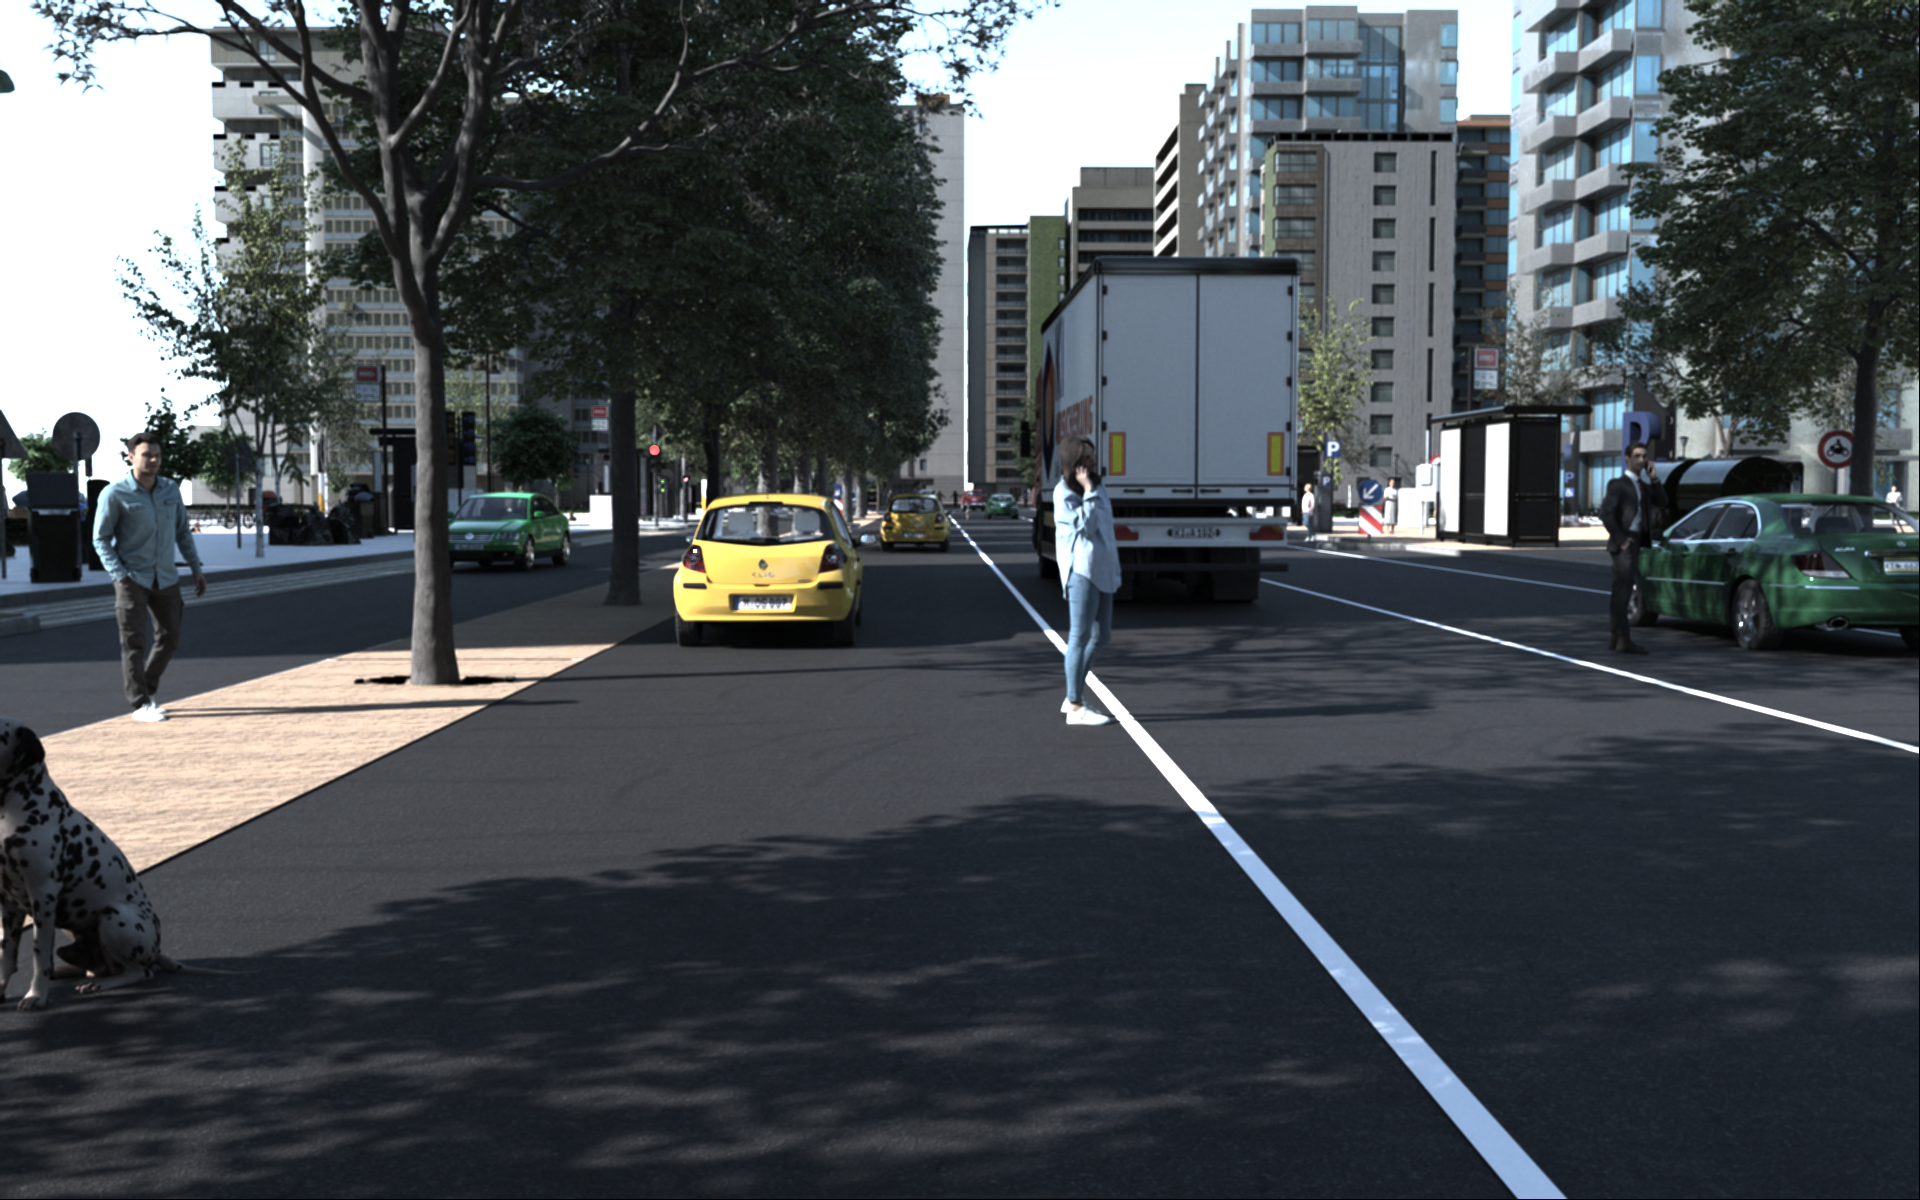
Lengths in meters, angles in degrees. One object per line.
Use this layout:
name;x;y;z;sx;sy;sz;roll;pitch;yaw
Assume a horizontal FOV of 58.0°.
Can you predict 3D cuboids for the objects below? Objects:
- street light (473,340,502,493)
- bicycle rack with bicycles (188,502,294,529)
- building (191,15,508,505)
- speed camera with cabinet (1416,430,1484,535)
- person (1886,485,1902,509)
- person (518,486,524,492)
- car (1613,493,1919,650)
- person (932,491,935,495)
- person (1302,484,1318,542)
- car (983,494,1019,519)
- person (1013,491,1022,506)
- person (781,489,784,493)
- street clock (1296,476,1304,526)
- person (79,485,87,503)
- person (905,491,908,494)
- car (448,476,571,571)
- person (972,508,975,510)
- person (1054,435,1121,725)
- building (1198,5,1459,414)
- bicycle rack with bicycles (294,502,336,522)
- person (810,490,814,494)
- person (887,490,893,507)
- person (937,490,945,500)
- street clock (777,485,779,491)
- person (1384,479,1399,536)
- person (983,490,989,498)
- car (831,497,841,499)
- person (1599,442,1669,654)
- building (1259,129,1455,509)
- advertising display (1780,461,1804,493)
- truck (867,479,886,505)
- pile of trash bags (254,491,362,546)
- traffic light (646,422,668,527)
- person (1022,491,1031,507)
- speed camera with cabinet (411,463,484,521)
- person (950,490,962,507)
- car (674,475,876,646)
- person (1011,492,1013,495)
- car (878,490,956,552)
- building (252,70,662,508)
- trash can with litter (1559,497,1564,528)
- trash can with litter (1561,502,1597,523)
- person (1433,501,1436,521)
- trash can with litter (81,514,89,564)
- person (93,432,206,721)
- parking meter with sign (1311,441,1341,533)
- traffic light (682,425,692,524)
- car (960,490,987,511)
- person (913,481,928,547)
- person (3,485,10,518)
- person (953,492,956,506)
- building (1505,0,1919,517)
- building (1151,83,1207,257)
street light;-13.602;-4.721;49.974;0.468;5.910;1.993;0;4;-1
bicycle rack with bicycles;-26.990;-3.108;64.195;2.852;0.926;2.925;1;4;22
building;-68.253;-37.153;196.688;27.495;52.752;28.713;0;4;-1
speed camera with cabinet;15.176;-3.621;53.547;2.038;3.252;0.660;3;5;39
person;39.436;-3.940;73.124;0.606;1.804;0.583;2;4;31
person;-27.137;-6.181;107.352;0.529;1.795;0.600;-1;4;-15
car;8.151;-0.338;17.321;2.131;1.459;4.920;0;4;0
person;-2.335;-8.951;155.576;1.217;1.735;0.721;3;4;37
person;10.589;-2.645;52.416;0.598;1.740;0.731;-2;4;-29
car;2.382;-5.359;99.412;2.131;1.459;4.920;0;4;-1
person;6.039;-10.700;184.160;1.217;1.735;0.721;1;4;17
person;-16.265;-9.237;157.780;1.217;1.735;0.721;-2;4;-25
street clock;13.476;-3.922;68.688;0.358;2.002;0.471;0;4;5
person;-25.425;-2.570;49.878;0.589;1.601;0.330;0;4;-8
person;-5.936;-11.197;192.242;0.551;1.740;0.621;1;4;13
car;-8.855;-1.519;33.628;1.959;1.807;4.718;0;4;1
person;1.253;-8.893;154.036;0.705;1.807;1.348;-2;4;-25
person;0.769;-0.126;10.819;0.793;1.790;0.793;0;4;-5
building;36.392;-34.001;175.516;23.786;49.044;30.456;0;4;-1
bicycle rack with bicycles;-28.718;-3.867;76.608;2.852;0.926;2.925;0;4;3
person;-12.656;-8.446;146.683;0.616;1.811;0.778;0;4;-1
person;-5.826;-8.253;143.620;0.592;1.802;0.473;-3;4;-36
person;-2.138;-10.558;181.212;1.348;1.812;0.705;-1;4;-11
street clock;-14.688;-8.155;137.911;0.358;2.002;0.471;3;5;41
person;13.192;-2.828;52.852;0.480;1.755;0.524;-1;4;-16
person;2.356;-9.855;169.633;1.348;1.823;0.705;-3;4;-37
car;-8.976;-6.813;120.427;2.155;1.783;4.494;0;4;-2
person;6.149;-0.485;15.785;0.474;1.900;0.648;3;5;39
building;31.335;-22.608;141.345;14.160;30.474;14.107;0;4;-1
advertising display;16.120;-1.776;34.253;0.974;1.923;0.123;1;4;23
truck;-11.150;-13.696;219.858;3.469;3.379;9.791;0;4;-2
pile of trash bags;-16.973;-2.117;44.372;3.447;1.369;1.912;3;4;36
traffic light;-11.803;-4.798;67.364;0.839;4.253;0.868;0;4;-1
person;7.103;-10.779;185.445;0.721;1.736;1.217;-3;5;-42
speed camera with cabinet;-15.423;-3.536;52.147;2.038;3.252;0.660;0;4;5
person;-0.464;-11.017;188.593;1.348;1.831;0.705;-1;4;-22
car;-1.873;-0.461;17.761;2.015;1.641;3.980;0;4;-2
person;6.184;-12.355;211.182;0.721;1.739;1.217;2;4;28
car;-1.121;-2.095;44.475;2.015;1.641;3.980;0;4;1
building;-45.362;-28.767;162.221;32.217;40.220;23.993;0;4;-1
trash can with litter;22.215;-3.295;65.264;0.624;1.170;1.055;-2;4;-26
trash can with litter;27.194;-4.056;77.368;1.678;1.210;2.233;-2;4;-27
person;22.555;-4.623;81.603;0.580;1.828;0.573;1;4;19
trash can with litter;-16.181;-1.263;32.031;0.624;1.170;1.055;1;4;11
person;-5.211;-0.156;11.070;0.620;1.820;0.660;2;4;29
parking meter with sign;12.057;-3.741;57.425;0.543;3.016;1.738;0;4;-7
traffic light;-9.849;-6.162;75.418;4.771;5.953;1.251;0;4;-1
car;1.169;-8.481;147.344;2.281;1.827;5.304;0;4;-2
person;-1.090;-2.325;46.854;0.374;1.781;0.599;-1;4;-12
person;-38.308;-3.713;69.397;0.728;1.800;0.709;-2;4;-27
person;-0.567;-12.375;211.651;0.721;1.723;1.217;0;4;-7
building;47.829;-29.396;100.228;30.456;49.044;23.786;0;4;-1
building;34.489;-35.338;201.482;21.300;48.544;21.600;0;4;-1
